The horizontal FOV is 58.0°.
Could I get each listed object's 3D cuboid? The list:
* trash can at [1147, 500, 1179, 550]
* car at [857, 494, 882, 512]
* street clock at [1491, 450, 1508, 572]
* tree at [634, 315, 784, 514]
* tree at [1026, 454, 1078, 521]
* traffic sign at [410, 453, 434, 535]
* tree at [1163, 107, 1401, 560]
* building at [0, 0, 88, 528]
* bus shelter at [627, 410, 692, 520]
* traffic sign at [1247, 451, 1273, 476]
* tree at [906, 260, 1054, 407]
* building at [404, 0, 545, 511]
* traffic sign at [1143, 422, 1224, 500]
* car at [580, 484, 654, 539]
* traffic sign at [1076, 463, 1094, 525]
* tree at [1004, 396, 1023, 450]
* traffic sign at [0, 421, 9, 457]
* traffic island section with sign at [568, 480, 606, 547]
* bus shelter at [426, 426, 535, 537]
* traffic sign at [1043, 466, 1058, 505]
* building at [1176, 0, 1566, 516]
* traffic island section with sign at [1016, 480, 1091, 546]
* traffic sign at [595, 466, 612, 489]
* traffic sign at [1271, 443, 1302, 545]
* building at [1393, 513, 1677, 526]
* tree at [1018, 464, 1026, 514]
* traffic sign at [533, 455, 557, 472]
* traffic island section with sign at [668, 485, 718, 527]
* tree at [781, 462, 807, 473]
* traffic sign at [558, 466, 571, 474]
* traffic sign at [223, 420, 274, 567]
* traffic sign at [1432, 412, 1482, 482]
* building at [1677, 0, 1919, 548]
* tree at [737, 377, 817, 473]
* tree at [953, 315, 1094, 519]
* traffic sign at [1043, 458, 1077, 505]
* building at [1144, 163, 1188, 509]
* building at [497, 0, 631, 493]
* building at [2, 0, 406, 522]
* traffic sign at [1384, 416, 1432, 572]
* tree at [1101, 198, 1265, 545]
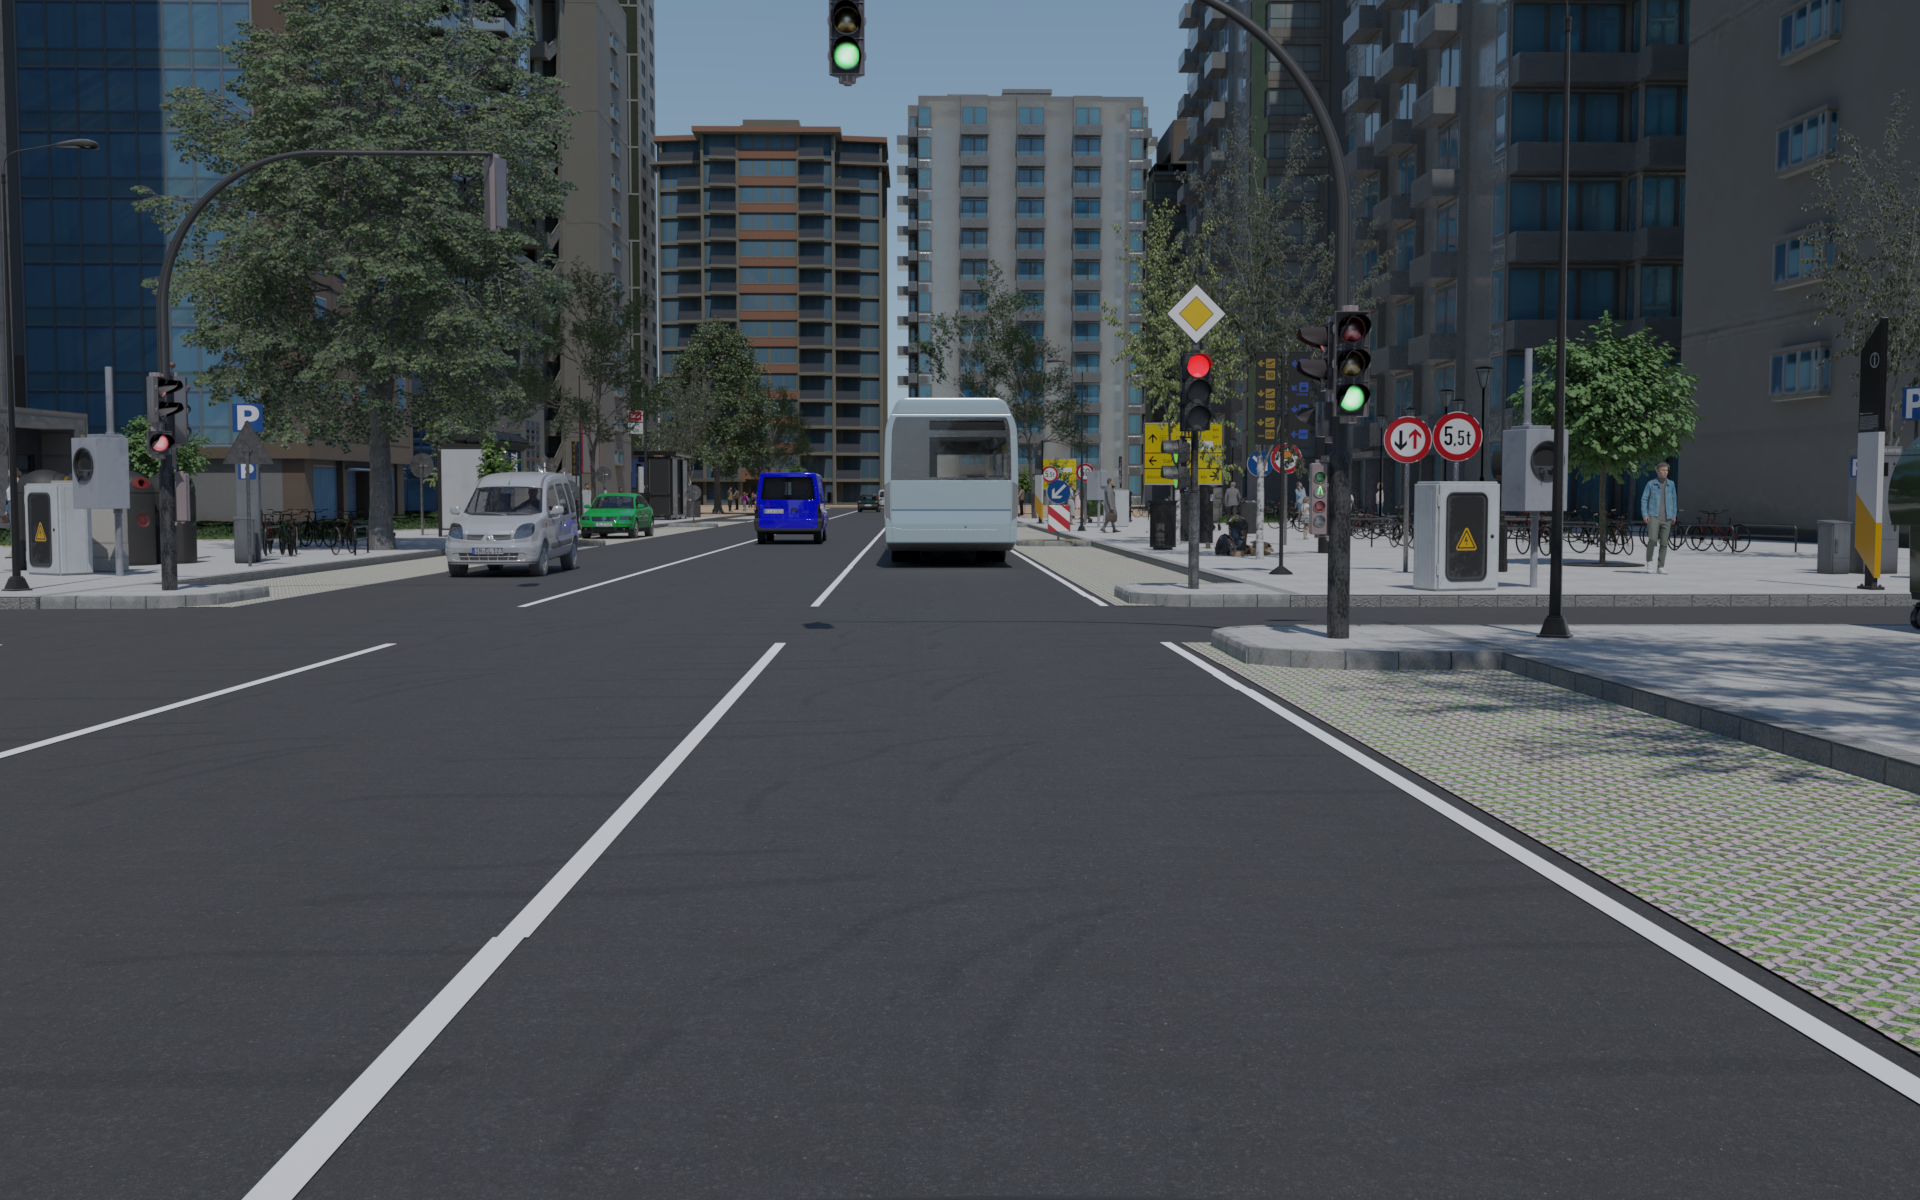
[{"bbox_3d":[4.663,-1.721,39.797,0.748,1.137,0.748,0,3,0],"label":"trash can"},{"bbox_3d":[-7.193,-7.792,137.179,2.009,1.686,4.222,0,4,0],"label":"car"},{"bbox_3d":[8.900,-1.462,28.469,0.358,2.002,0.471,2,4,34],"label":"street clock"},{"bbox_3d":[-15.615,-11.854,110.828,9.611,12.733,9.660,0,3,0],"label":"tree"},{"bbox_3d":[4.473,-5.317,81.540,1.663,3.219,1.824,0,3,0],"label":"tree"},{"bbox_3d":[-16.695,-3.280,53.730,0.768,2.556,0.104,0,4,7],"label":"traffic sign"},{"bbox_3d":[6.106,-5.095,33.662,4.360,8.622,3.978,0,3,0],"label":"tree"},{"bbox_3d":[-36.682,-37.175,46.068,20.563,71.187,20.611,0,4,-1],"label":"building"},{"bbox_3d":[-14.887,-6.602,85.576,2.179,5.291,8.768,0,4,-2],"label":"bus shelter"},{"bbox_3d":[8.784,-3.098,50.760,0.768,2.556,0.104,0,4,1],"label":"traffic sign"},{"bbox_3d":[1.820,-17.545,142.755,12.611,20.169,13.585,0,3,0],"label":"tree"},{"bbox_3d":[-39.751,-48.832,111.081,22.319,86.520,31.000,0,4,-1],"label":"building"},{"bbox_3d":[6.325,-3.378,49.107,2.265,3.308,0.079,0,4,5],"label":"traffic sign"},{"bbox_3d":[-11.193,-2.929,56.687,1.959,1.807,4.718,0,3,0],"label":"car"},{"bbox_3d":[5.147,-4.359,71.368,0.768,2.556,0.104,0,4,8],"label":"traffic sign"},{"bbox_3d":[2.839,-10.974,129.781,4.360,8.622,3.978,0,3,0],"label":"tree"},{"bbox_3d":[-15.551,-1.683,27.624,0.768,2.556,0.104,0,4,1],"label":"traffic sign"},{"bbox_3d":[-10.848,-2.390,47.703,1.989,1.847,2.006,0,4,-1],"label":"traffic island section with sign"},{"bbox_3d":[-14.883,-3.684,54.153,2.014,3.302,5.546,0,4,-1],"label":"bus shelter"},{"bbox_3d":[4.021,-4.734,77.503,0.768,2.556,0.104,0,4,3],"label":"traffic sign"},{"bbox_3d":[28.730,-31.301,131.373,23.786,49.044,30.456,0,4,-1],"label":"building"},{"bbox_3d":[2.568,-2.410,48.029,1.989,1.847,2.006,0,4,-1],"label":"traffic island section with sign"},{"bbox_3d":[-16.400,-4.866,79.669,0.768,2.556,0.104,0,4,6],"label":"traffic sign"},{"bbox_3d":[8.152,-2.645,43.348,0.768,2.556,0.104,0,4,7],"label":"traffic sign"},{"bbox_3d":[31.061,-28.265,81.735,23.786,49.044,30.456,0,4,-1],"label":"building"},{"bbox_3d":[4.207,-7.095,110.608,1.663,3.219,1.824,0,3,0],"label":"tree"},{"bbox_3d":[-13.978,-3.582,58.299,0.795,2.593,0.064,0,4,-1],"label":"traffic sign"},{"bbox_3d":[-11.539,-4.065,75.087,1.989,1.847,2.006,0,4,-1],"label":"traffic island section with sign"},{"bbox_3d":[-16.656,-11.684,174.750,4.285,4.588,4.351,0,3,0],"label":"tree"},{"bbox_3d":[-18.834,-5.059,82.453,0.795,2.593,0.064,0,4,6],"label":"traffic sign"},{"bbox_3d":[-12.561,-1.869,30.570,0.884,2.594,0.081,0,4,-1],"label":"traffic sign"},{"bbox_3d":[7.679,-1.635,26.835,0.768,2.556,0.104,0,4,1],"label":"traffic sign"},{"bbox_3d":[32.781,-25.953,48.035,21.600,48.544,21.300,0,4,-1],"label":"building"},{"bbox_3d":[-15.570,-12.471,138.317,8.767,10.594,7.601,1,4,9],"label":"tree"},{"bbox_3d":[3.597,-9.568,90.852,7.601,10.594,8.767,1,4,22],"label":"tree"},{"bbox_3d":[5.544,-6.423,98.889,2.265,3.308,0.079,0,4,1],"label":"traffic sign"},{"bbox_3d":[23.242,-23.385,154.050,14.160,30.474,14.107,0,4,-1],"label":"building"},{"bbox_3d":[-40.726,-32.102,148.571,21.600,48.544,21.300,0,4,-1],"label":"building"},{"bbox_3d":[-32.907,-25.956,74.490,14.600,45.320,14.200,0,4,-1],"label":"building"},{"bbox_3d":[7.324,-1.730,28.397,0.768,2.556,0.104,0,4,8],"label":"traffic sign"},{"bbox_3d":[5.477,-5.674,43.128,4.737,8.622,4.395,0,3,0],"label":"tree"}]
